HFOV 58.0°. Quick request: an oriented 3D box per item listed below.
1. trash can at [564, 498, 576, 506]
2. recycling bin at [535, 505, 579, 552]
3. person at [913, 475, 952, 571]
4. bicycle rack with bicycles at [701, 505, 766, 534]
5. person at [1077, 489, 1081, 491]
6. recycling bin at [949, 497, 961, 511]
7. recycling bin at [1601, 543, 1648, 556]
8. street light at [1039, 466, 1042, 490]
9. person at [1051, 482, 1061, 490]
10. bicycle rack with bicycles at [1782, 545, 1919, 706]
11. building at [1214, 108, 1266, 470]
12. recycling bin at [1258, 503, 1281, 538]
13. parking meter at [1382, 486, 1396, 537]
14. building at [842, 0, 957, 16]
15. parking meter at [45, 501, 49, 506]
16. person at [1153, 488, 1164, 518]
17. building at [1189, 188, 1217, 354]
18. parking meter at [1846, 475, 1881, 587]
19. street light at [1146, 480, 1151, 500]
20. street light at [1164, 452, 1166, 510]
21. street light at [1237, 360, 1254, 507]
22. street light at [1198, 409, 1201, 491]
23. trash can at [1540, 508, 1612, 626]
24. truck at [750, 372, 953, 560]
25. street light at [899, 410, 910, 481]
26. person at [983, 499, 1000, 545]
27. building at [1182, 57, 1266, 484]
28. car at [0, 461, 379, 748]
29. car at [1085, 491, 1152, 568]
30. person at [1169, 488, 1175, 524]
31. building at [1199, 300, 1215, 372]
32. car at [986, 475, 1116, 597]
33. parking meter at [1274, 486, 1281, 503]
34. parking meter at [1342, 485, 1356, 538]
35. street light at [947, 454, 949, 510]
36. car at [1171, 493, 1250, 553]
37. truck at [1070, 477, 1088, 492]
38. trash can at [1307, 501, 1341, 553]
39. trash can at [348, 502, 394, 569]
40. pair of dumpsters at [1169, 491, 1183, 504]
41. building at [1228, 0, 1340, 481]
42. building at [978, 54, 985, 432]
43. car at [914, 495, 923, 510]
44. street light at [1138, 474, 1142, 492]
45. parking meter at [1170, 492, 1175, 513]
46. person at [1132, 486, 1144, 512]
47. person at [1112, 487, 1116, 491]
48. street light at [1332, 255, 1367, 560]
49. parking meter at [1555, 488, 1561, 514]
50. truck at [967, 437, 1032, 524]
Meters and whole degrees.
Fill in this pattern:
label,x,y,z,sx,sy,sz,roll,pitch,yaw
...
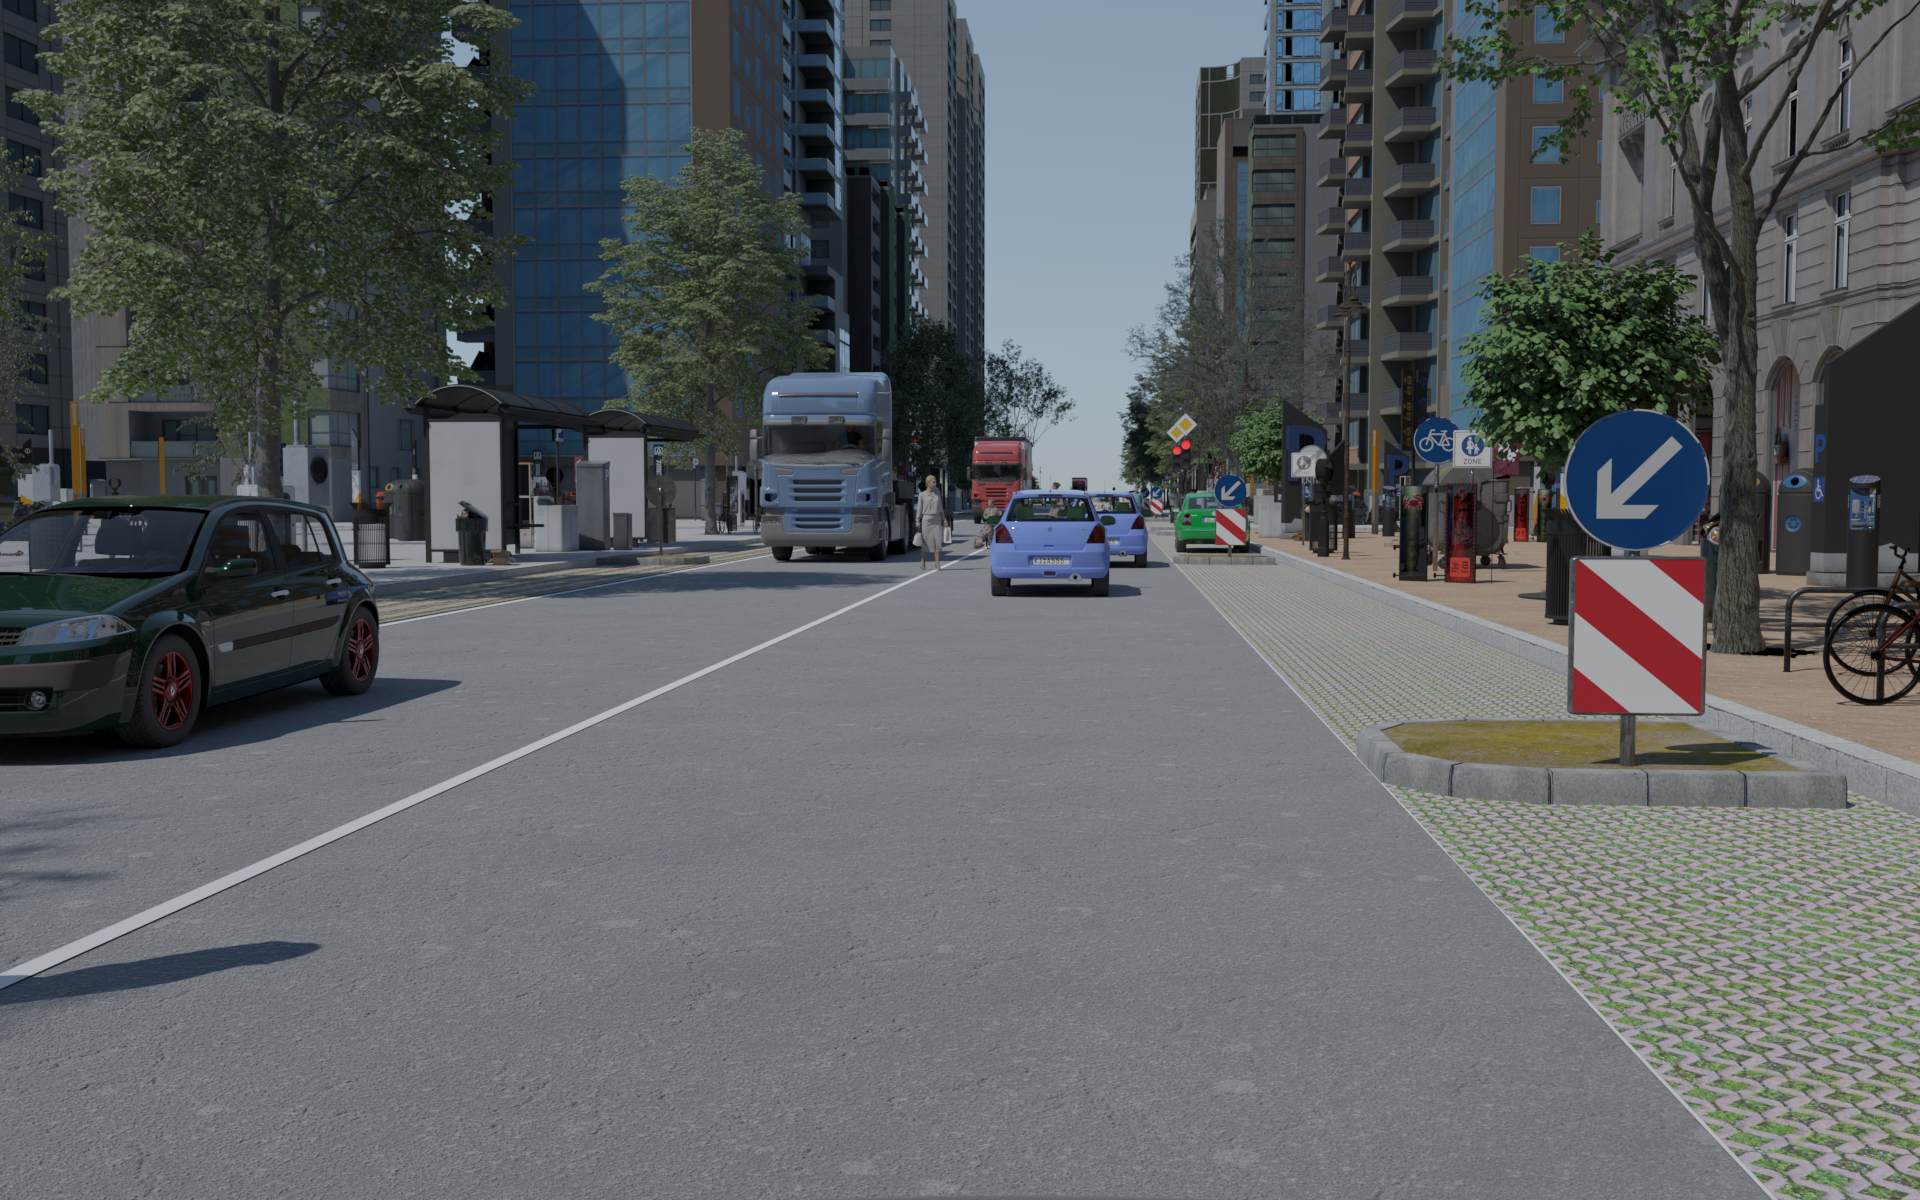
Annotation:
label,x,y,z,sx,sy,sz,roll,pitch,yaw
trash can,-15.566,-3.546,69.629,0.748,1.137,0.748,0,3,0
recycling bin,-8.985,-1.594,38.622,0.722,1.027,0.722,1,4,19
person,-0.526,-1.451,32.582,0.694,1.780,0.624,-1,4,-9
bicycle rack with bicycles,-7.205,-2.632,56.414,2.852,0.926,2.925,0,4,0
person,9.293,-7.743,135.075,0.580,1.828,0.573,3,5,42
recycling bin,-0.372,-7.073,128.204,0.722,1.027,0.722,3,4,38
recycling bin,13.626,-1.408,35.571,0.722,1.027,0.722,-2,4,-25
street light,13.117,-18.962,282.818,0.468,5.910,1.993,0,4,5
person,2.703,-2.528,50.172,0.374,1.781,0.599,-3,4,-36
bicycle rack with bicycles,6.843,0.127,11.311,2.925,0.926,2.852,1,4,9
building,37.177,-33.739,201.750,14.600,45.320,14.200,0,4,5
recycling bin,9.192,-2.348,50.949,0.722,1.027,0.722,1,4,19
parking meter,12.934,-2.680,52.228,0.372,1.533,0.369,0,3,0
building,-8.815,-49.437,246.541,20.563,71.187,20.611,0,4,5
parking meter,-42.478,-4.589,80.749,0.399,1.863,0.255,3,4,36
person,11.092,-5.380,96.639,0.728,1.800,0.709,-1,4,-18
building,46.738,-39.434,268.447,21.300,48.544,21.600,0,4,5
parking meter,11.790,-0.868,22.606,0.372,1.533,0.369,0,3,0
street light,23.561,-15.044,218.758,0.468,5.910,1.993,0,4,5
street light,16.883,-10.380,142.492,0.468,5.910,1.993,0,4,5
street light,9.821,-5.312,59.647,0.468,5.910,1.993,0,4,5
street light,12.529,-7.216,90.771,0.468,5.910,1.993,0,4,5
trash can,6.074,-0.327,17.008,0.748,1.137,0.748,0,3,0
truck,-2.202,-3.332,44.230,2.967,4.110,18.799,0,4,5
street light,-3.062,-7.517,95.688,0.468,5.910,1.993,0,4,5
person,0.896,-2.199,48.725,0.475,1.303,0.640,0,4,-7
building,47.560,-52.023,288.829,20.563,71.187,20.611,0,4,5
car,-5.208,-0.078,11.063,2.009,1.686,4.222,0,4,4
car,2.924,-1.554,35.006,1.945,1.707,3.694,0,4,5
person,10.303,-4.583,83.617,0.473,1.802,0.592,1,4,10
building,41.592,-29.307,250.872,14.160,30.474,14.107,0,4,5
car,1.338,-0.976,25.555,1.945,1.707,3.694,0,4,3
parking meter,9.749,-2.713,52.763,0.372,1.533,0.369,0,3,0
parking meter,11.290,-2.560,50.261,0.372,1.533,0.369,0,3,0
street light,-0.841,-9.086,121.347,0.468,5.910,1.993,0,4,5
car,6.290,-2.117,43.405,1.959,1.807,4.718,0,4,6
truck,20.247,-18.621,293.370,2.839,4.237,11.283,0,4,6
trash can,7.890,-1.585,37.575,0.748,1.137,0.748,0,3,0
trash can,-10.168,-1.118,29.928,0.748,1.137,0.748,0,3,0
pair of dumpsters,17.870,-8.486,141.234,1.574,2.255,4.437,0,4,5
building,39.891,-52.893,177.477,22.319,86.520,31.000,0,4,5
building,-6.234,-50.686,266.968,20.563,71.187,20.611,0,4,5
car,-2.043,-4.267,81.761,2.014,1.417,4.499,0,4,5
street light,28.422,-18.542,275.942,0.468,5.910,1.993,0,4,5
parking meter,14.625,-6.777,119.222,0.372,1.533,0.369,0,3,0
person,8.659,-4.647,84.499,0.660,1.820,0.620,0,4,3
person,9.100,-5.795,103.028,0.659,1.850,0.755,2,4,33
street light,7.556,-3.728,33.734,0.468,5.910,1.993,0,4,5
parking meter,24.444,-3.800,70.535,0.372,1.533,0.369,0,3,0
truck,2.133,-5.982,86.724,2.839,4.237,11.283,0,4,5
